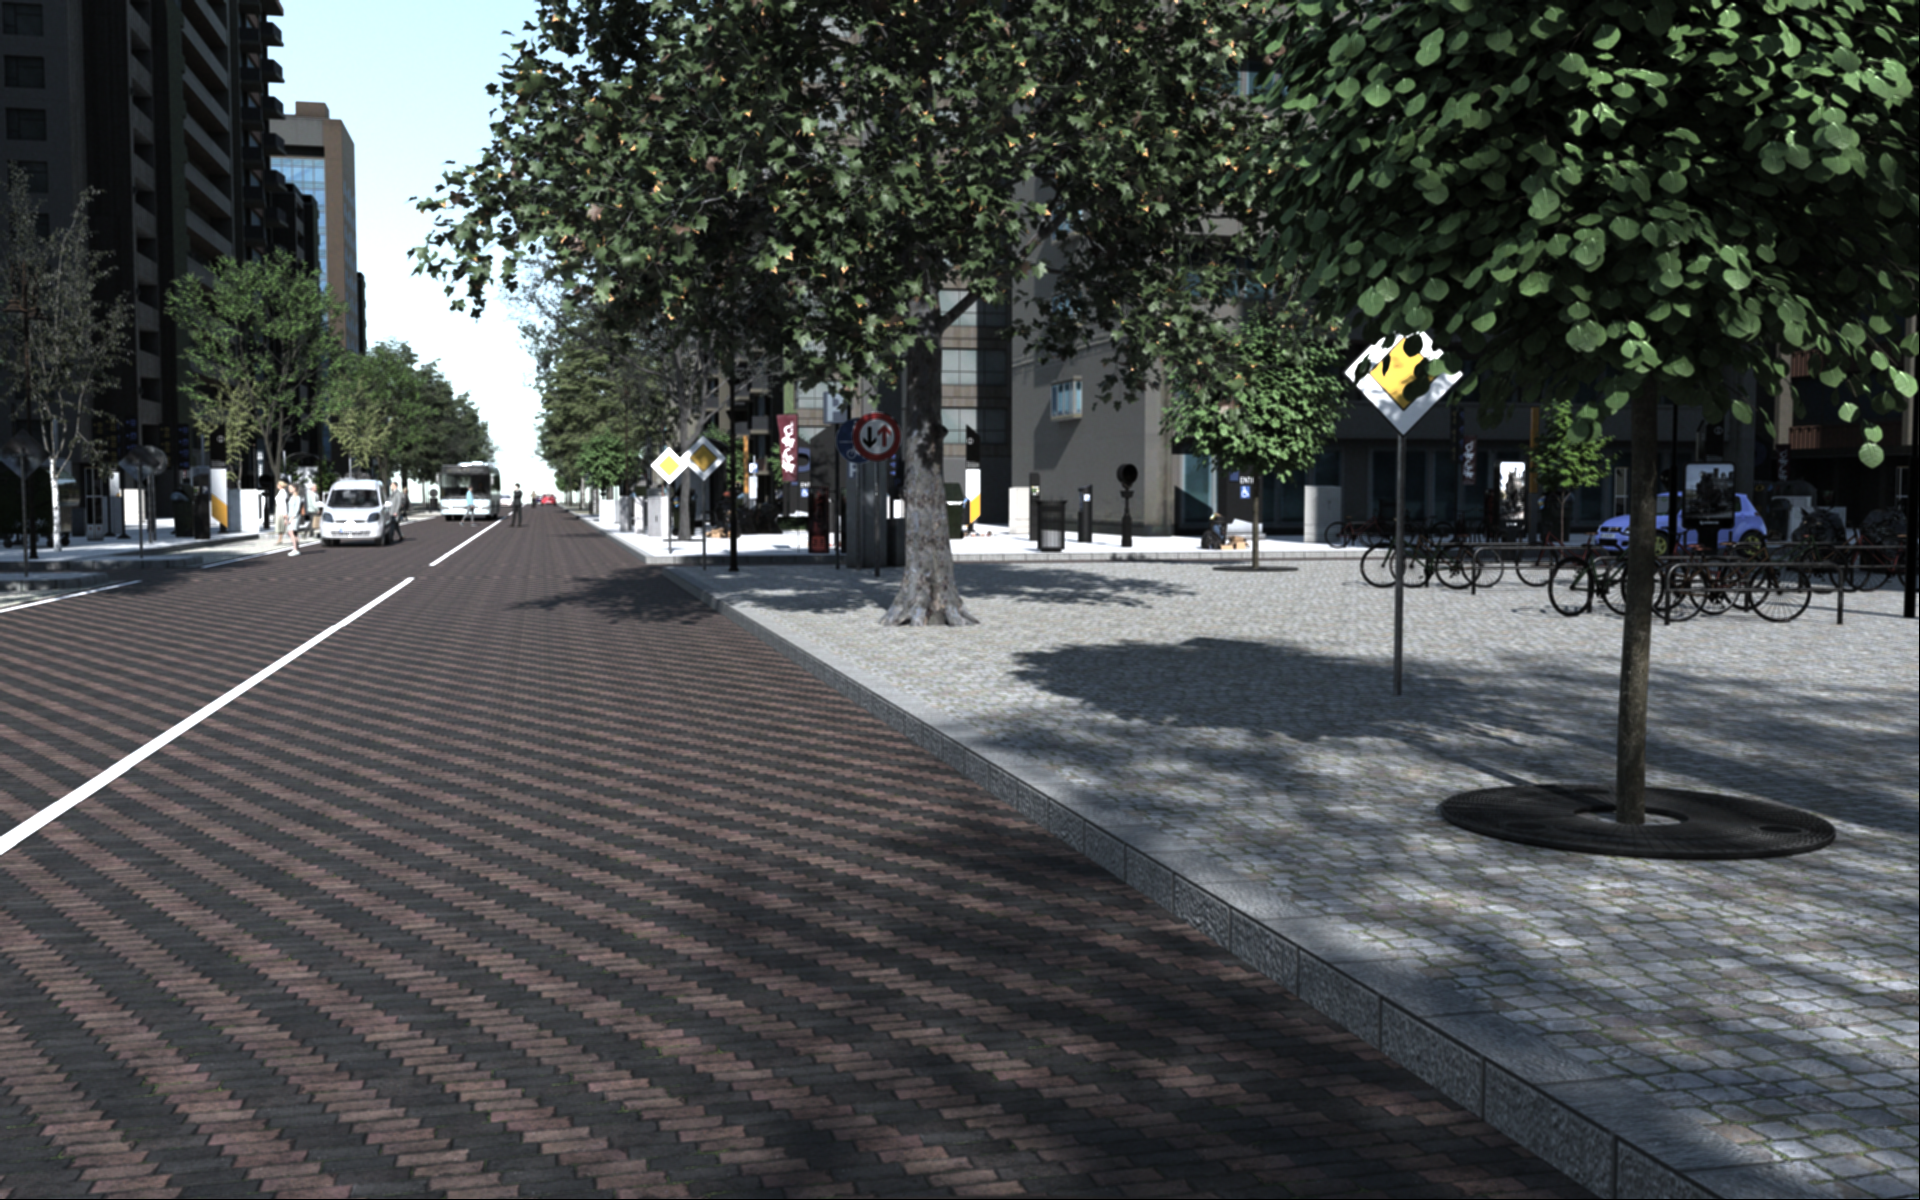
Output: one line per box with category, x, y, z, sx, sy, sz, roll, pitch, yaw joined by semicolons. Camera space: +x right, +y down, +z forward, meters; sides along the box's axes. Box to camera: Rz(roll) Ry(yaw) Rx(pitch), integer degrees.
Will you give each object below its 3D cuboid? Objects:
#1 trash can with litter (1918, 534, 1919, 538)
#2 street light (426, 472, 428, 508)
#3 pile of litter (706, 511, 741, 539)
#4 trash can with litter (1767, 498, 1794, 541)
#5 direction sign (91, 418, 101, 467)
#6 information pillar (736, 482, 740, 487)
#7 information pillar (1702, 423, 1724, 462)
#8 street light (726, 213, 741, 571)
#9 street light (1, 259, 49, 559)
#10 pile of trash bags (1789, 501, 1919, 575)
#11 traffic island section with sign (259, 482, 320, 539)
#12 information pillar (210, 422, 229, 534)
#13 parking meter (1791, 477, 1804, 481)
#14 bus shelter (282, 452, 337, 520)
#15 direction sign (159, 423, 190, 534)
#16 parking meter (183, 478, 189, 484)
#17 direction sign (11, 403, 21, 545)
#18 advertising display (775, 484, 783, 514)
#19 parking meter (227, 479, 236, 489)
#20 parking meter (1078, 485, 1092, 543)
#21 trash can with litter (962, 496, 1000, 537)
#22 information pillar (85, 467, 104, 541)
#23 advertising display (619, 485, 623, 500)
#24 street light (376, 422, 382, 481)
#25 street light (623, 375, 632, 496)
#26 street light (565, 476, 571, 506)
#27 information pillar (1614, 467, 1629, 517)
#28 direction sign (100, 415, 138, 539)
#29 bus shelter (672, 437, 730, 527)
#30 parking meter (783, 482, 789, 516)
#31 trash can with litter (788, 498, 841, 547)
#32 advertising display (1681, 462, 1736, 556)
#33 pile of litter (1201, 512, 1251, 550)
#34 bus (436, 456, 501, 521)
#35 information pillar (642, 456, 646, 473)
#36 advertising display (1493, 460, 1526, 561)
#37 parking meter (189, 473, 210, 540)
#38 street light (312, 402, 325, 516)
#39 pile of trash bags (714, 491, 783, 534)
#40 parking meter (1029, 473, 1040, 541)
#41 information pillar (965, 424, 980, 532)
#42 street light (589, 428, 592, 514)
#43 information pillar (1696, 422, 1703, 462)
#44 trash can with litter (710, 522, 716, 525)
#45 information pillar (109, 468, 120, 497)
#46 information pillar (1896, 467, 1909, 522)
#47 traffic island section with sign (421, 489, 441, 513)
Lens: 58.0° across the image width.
trash can with litter;27.944;-2.411;50.483;1.678;1.210;2.233;-3;5;-44
street light;-47.651;-11.134;154.822;0.468;5.910;1.993;-1;4;-14
pile of litter;-6.981;-2.257;50.867;1.176;0.858;1.719;1;4;15
trash can with litter;22.374;-2.195;47.274;0.624;1.170;1.055;2;4;33
direction sign;-25.669;-3.681;52.181;0.379;3.537;0.876;3;4;37
information pillar;-13.358;-6.070;103.732;0.304;2.012;0.304;-3;4;-36
information pillar;21.282;-3.517;48.861;0.504;3.616;0.183;1;4;18
street light;-3.767;-3.417;28.653;0.468;5.910;1.993;-1;4;-14
street light;-18.428;-3.761;34.274;0.468;5.910;1.993;-1;4;-14
pile of trash bags;15.326;-1.129;28.207;3.447;1.369;1.912;2;4;33
traffic island section with sign;-21.688;-2.926;56.467;1.989;1.847;2.006;-1;4;-14
information pillar;-24.072;-3.970;56.270;0.504;3.616;0.183;-2;4;-26
parking meter;28.314;-3.238;58.659;0.399;1.863;0.255;3;5;41
bus shelter;-32.533;-5.671;86.643;2.014;3.302;5.546;-1;4;-14
direction sign;-25.199;-3.891;55.616;0.876;3.537;0.379;-2;4;-30
parking meter;-28.128;-3.518;63.236;0.255;1.863;0.399;1;4;11
direction sign;-23.599;-3.137;43.288;0.379;3.537;0.876;-2;4;-25
advertising display;-11.661;-6.532;112.003;0.123;1.923;0.974;-3;4;-37
parking meter;-28.686;-3.815;68.083;0.399;1.863;0.255;1;4;22
parking meter;3.319;-2.295;45.938;0.372;1.533;0.369;0;3;0
trash can with litter;0.459;-2.538;52.546;2.233;1.210;1.678;-3;5;-40
information pillar;-23.757;-2.632;47.530;0.304;2.012;0.304;2;4;24
advertising display;-20.220;-6.037;103.915;0.123;1.923;0.974;0;4;8
street light;-36.390;-8.311;108.679;0.468;5.910;1.993;-1;4;-14
street light;-12.339;-5.586;64.111;0.468;5.910;1.993;-1;4;-14
street light;-41.463;-12.929;184.171;0.468;5.910;1.993;-1;4;-14
information pillar;18.160;-2.635;47.567;0.304;2.012;0.304;2;4;33
direction sign;-24.090;-3.535;49.797;0.876;3.537;0.379;-3;5;-41
bus shelter;-9.717;-4.322;64.592;2.014;3.302;5.546;-1;4;-14
parking meter;-8.426;-4.791;84.039;0.255;1.863;0.399;1;4;13
trash can with litter;-2.957;-1.911;42.302;2.233;1.210;1.678;1;4;14
advertising display;14.935;-1.796;34.572;0.974;1.923;0.123;1;4;13
pile of litter;6.281;-1.623;40.498;1.719;0.858;1.176;-3;5;-44
bus;-27.217;-6.218;96.523;2.948;3.499;13.247;-1;4;-12
information pillar;-19.165;-6.942;104.849;0.504;3.616;0.183;2;4;33
advertising display;10.386;-1.683;32.739;0.974;1.923;0.123;-3;5;-42
parking meter;-21.436;-2.644;48.945;0.255;1.863;0.399;1;4;20
street light;-29.518;-6.553;79.922;0.468;5.910;1.993;-1;4;-14
pile of trash bags;-7.147;-2.872;56.709;1.912;1.369;3.447;-2;4;-25
parking meter;2.038;-2.545;47.328;0.255;1.863;0.399;0;4;-3
information pillar;0.431;-4.085;58.142;0.504;3.616;0.183;1;4;9
street light;-23.462;-8.377;109.752;0.468;5.910;1.993;-1;4;-14
information pillar;23.116;-3.840;54.137;0.183;3.616;0.504;3;5;43
trash can with litter;-10.123;-3.723;72.258;0.624;1.170;1.055;0;4;1
information pillar;-32.109;-4.548;65.716;0.504;3.616;0.183;2;4;24
information pillar;25.230;-2.558;46.319;0.304;2.012;0.304;1;4;12
traffic island section with sign;-39.772;-7.491;131.105;1.989;1.847;2.006;-1;4;-14
